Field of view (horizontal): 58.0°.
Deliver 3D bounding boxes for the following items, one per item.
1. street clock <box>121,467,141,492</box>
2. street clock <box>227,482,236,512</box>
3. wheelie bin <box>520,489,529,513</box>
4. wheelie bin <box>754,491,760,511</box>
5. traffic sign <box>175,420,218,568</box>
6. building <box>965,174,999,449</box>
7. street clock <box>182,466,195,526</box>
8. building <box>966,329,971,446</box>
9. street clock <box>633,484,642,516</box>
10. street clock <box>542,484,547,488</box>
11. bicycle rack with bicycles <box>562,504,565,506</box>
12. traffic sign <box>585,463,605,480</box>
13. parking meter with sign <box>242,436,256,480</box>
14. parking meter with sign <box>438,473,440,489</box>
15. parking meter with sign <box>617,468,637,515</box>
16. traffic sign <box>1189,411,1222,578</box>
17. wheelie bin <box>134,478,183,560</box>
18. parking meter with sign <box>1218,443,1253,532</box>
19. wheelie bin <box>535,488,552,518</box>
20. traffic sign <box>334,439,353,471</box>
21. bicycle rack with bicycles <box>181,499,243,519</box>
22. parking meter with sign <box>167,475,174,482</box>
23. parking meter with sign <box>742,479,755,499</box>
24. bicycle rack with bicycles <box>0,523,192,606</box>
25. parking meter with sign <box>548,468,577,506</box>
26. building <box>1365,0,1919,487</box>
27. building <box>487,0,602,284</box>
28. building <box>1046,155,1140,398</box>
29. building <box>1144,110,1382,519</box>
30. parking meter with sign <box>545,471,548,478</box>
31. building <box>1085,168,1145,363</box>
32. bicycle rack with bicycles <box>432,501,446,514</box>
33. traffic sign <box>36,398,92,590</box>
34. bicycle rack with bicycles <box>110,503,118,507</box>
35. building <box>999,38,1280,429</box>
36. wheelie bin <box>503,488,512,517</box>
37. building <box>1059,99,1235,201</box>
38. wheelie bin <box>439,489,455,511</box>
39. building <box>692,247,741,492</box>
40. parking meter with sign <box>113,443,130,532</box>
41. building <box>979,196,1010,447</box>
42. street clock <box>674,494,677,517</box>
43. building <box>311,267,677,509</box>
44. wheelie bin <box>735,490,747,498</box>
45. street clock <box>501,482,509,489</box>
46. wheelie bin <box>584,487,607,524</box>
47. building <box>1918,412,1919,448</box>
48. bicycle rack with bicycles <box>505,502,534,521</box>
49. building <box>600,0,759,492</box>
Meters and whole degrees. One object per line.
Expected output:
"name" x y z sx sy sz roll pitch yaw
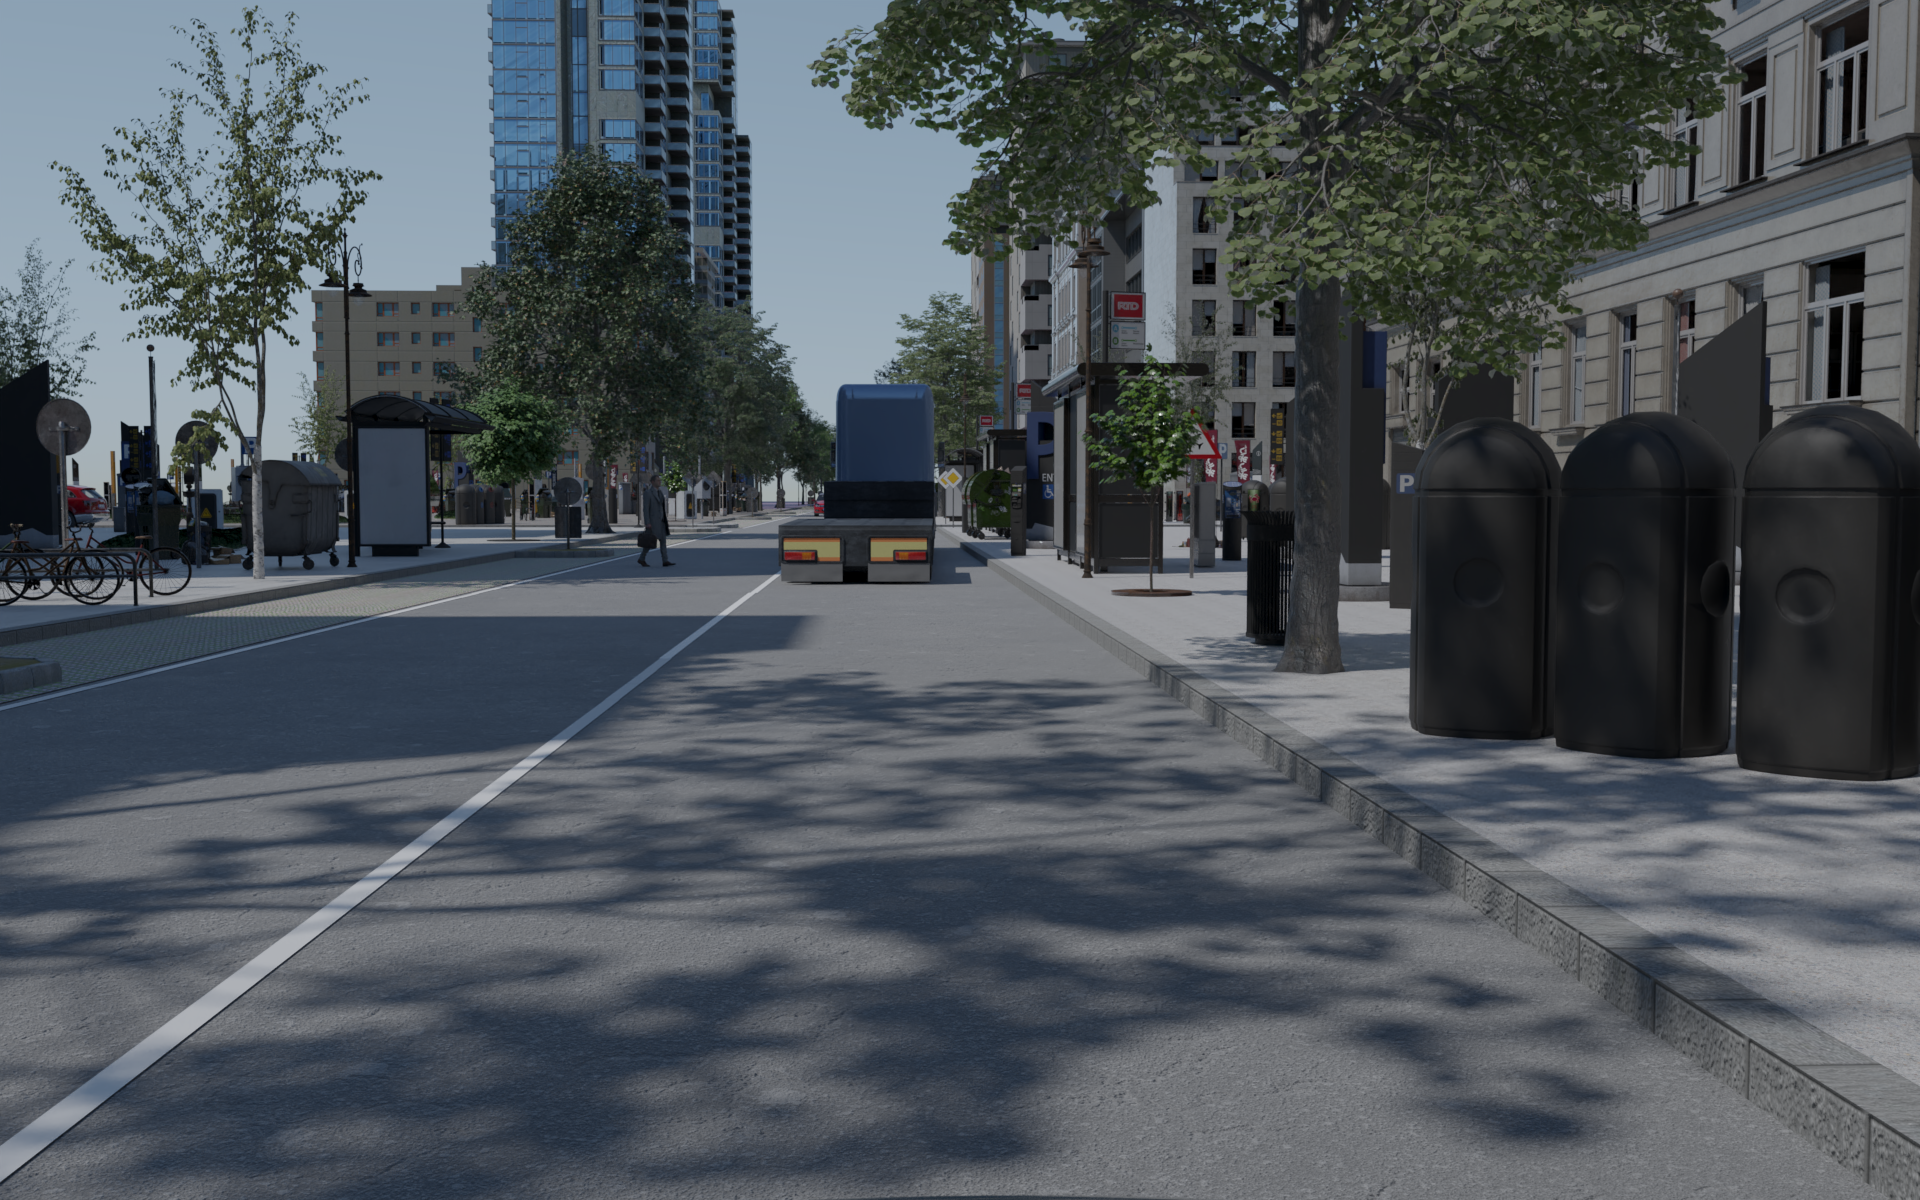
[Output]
"street clock" -22.538 -2.604 47.139 0.471 2.002 0.358 -1 4 -19
"street clock" -41.449 -5.763 98.792 0.358 2.002 0.471 0 4 -7
"wheelie bin" -28.279 -6.422 112.905 0.693 1.594 0.980 0 4 4
"wheelie bin" -15.504 -7.609 132.319 0.693 1.594 0.980 0 4 5
"traffic sign" -13.176 -1.823 29.908 0.768 2.556 0.104 0 4 3
"building" 15.805 -42.260 280.181 28.713 52.752 27.495 0 4 -3
"street clock" -20.133 -2.489 45.260 0.358 2.002 0.471 -1 4 -19
"building" 7.957 -32.407 301.561 14.160 30.474 14.107 0 4 -3
"street clock" -18.687 -5.868 100.506 0.358 2.002 0.471 3 4 36
"street clock" -29.260 -7.162 121.663 0.358 2.002 0.471 2 4 25
"bicycle rack with bicycles" -25.529 -5.932 110.366 2.852 0.926 2.925 3 4 36
"traffic sign" -13.617 -3.947 64.634 0.768 2.556 0.104 0 4 5
"parking meter with sign" -21.623 -3.487 53.276 0.543 3.016 1.738 -1 4 -13
"parking meter with sign" -42.710 -8.891 141.630 0.543 3.016 1.738 -1 4 -10
"parking meter with sign" -21.035 -6.880 108.757 0.543 3.016 1.738 3 4 37
"traffic sign" 3.528 -1.609 26.316 0.884 2.594 0.081 0 4 5
"wheelie bin" -15.667 -1.589 33.884 0.980 1.594 0.693 2 4 33
"parking meter with sign" 9.485 -3.803 58.437 0.543 3.016 1.738 -3 5 -44
"wheelie bin" -22.188 -5.175 92.516 0.693 1.594 0.980 2 4 32
"traffic sign" -13.767 -2.387 39.141 0.768 2.556 0.104 0 4 6
"bicycle rack with bicycles" -36.567 -4.365 84.757 2.925 0.926 2.852 3 4 39
"parking meter with sign" -65.490 -9.013 143.624 0.543 3.016 1.738 -2 4 -27
"parking meter with sign" -18.204 -9.262 147.691 1.738 3.016 0.543 -2 4 -30
"bicycle rack with bicycles" -10.774 -0.432 20.451 2.925 0.926 2.852 -1 4 -18
"parking meter with sign" -26.952 -7.441 117.928 1.738 3.016 0.543 0 4 -6
"building" 21.020 -12.666 40.367 16.112 22.955 30.059 0 4 -3
"building" -39.818 -53.659 190.003 22.319 86.520 31.000 0 4 -3
"building" 14.505 -21.631 139.576 13.634 28.700 20.117 0 4 -3
"building" 18.702 -14.391 90.042 16.860 20.320 10.420 0 4 -3
"parking meter with sign" -30.837 -8.308 132.101 1.738 3.016 0.543 3 4 37
"building" 16.982 -18.078 114.645 14.314 24.678 30.058 0 4 -3
"bicycle rack with bicycles" -36.346 -6.481 119.341 2.925 0.926 2.852 -1 4 -9
"traffic sign" -11.905 -1.401 23.012 0.768 2.556 0.104 0 4 5
"bicycle rack with bicycles" -63.149 -7.037 128.444 2.852 0.926 2.925 2 4 33
"building" 20.025 -37.364 200.143 28.713 52.752 27.495 0 4 -3
"wheelie bin" -25.713 -5.480 97.504 0.693 1.594 0.980 3 5 43
"building" 22.776 -29.538 174.833 32.217 40.220 23.993 0 4 -3
"wheelie bin" -29.007 -5.568 98.943 0.980 1.594 0.693 -2 4 -34
"building" -48.674 -34.349 253.484 32.217 40.220 23.993 0 4 -3
"parking meter with sign" -28.409 -3.833 58.938 0.543 3.016 1.738 -1 4 -12
"building" 10.078 -37.261 259.328 14.600 45.320 14.200 0 4 -3
"street clock" -16.185 -5.768 98.877 0.471 2.002 0.358 0 4 1
"building" -41.674 -19.379 161.882 27.650 21.520 28.899 0 4 -3
"wheelie bin" -17.953 -8.200 141.982 0.980 1.594 0.693 0 4 -8
"street clock" -27.474 -6.121 104.641 0.471 2.002 0.358 0 4 1
"wheelie bin" -15.792 -4.115 75.192 0.980 1.594 0.693 -2 4 -24
"building" 37.705 -16.713 91.279 19.932 24.808 12.078 0 4 -3
"bicycle rack with bicycles" -21.447 -4.277 83.316 2.852 0.926 2.925 0 4 -4
"building" -43.766 -59.211 280.768 22.319 86.520 31.000 0 4 -3
